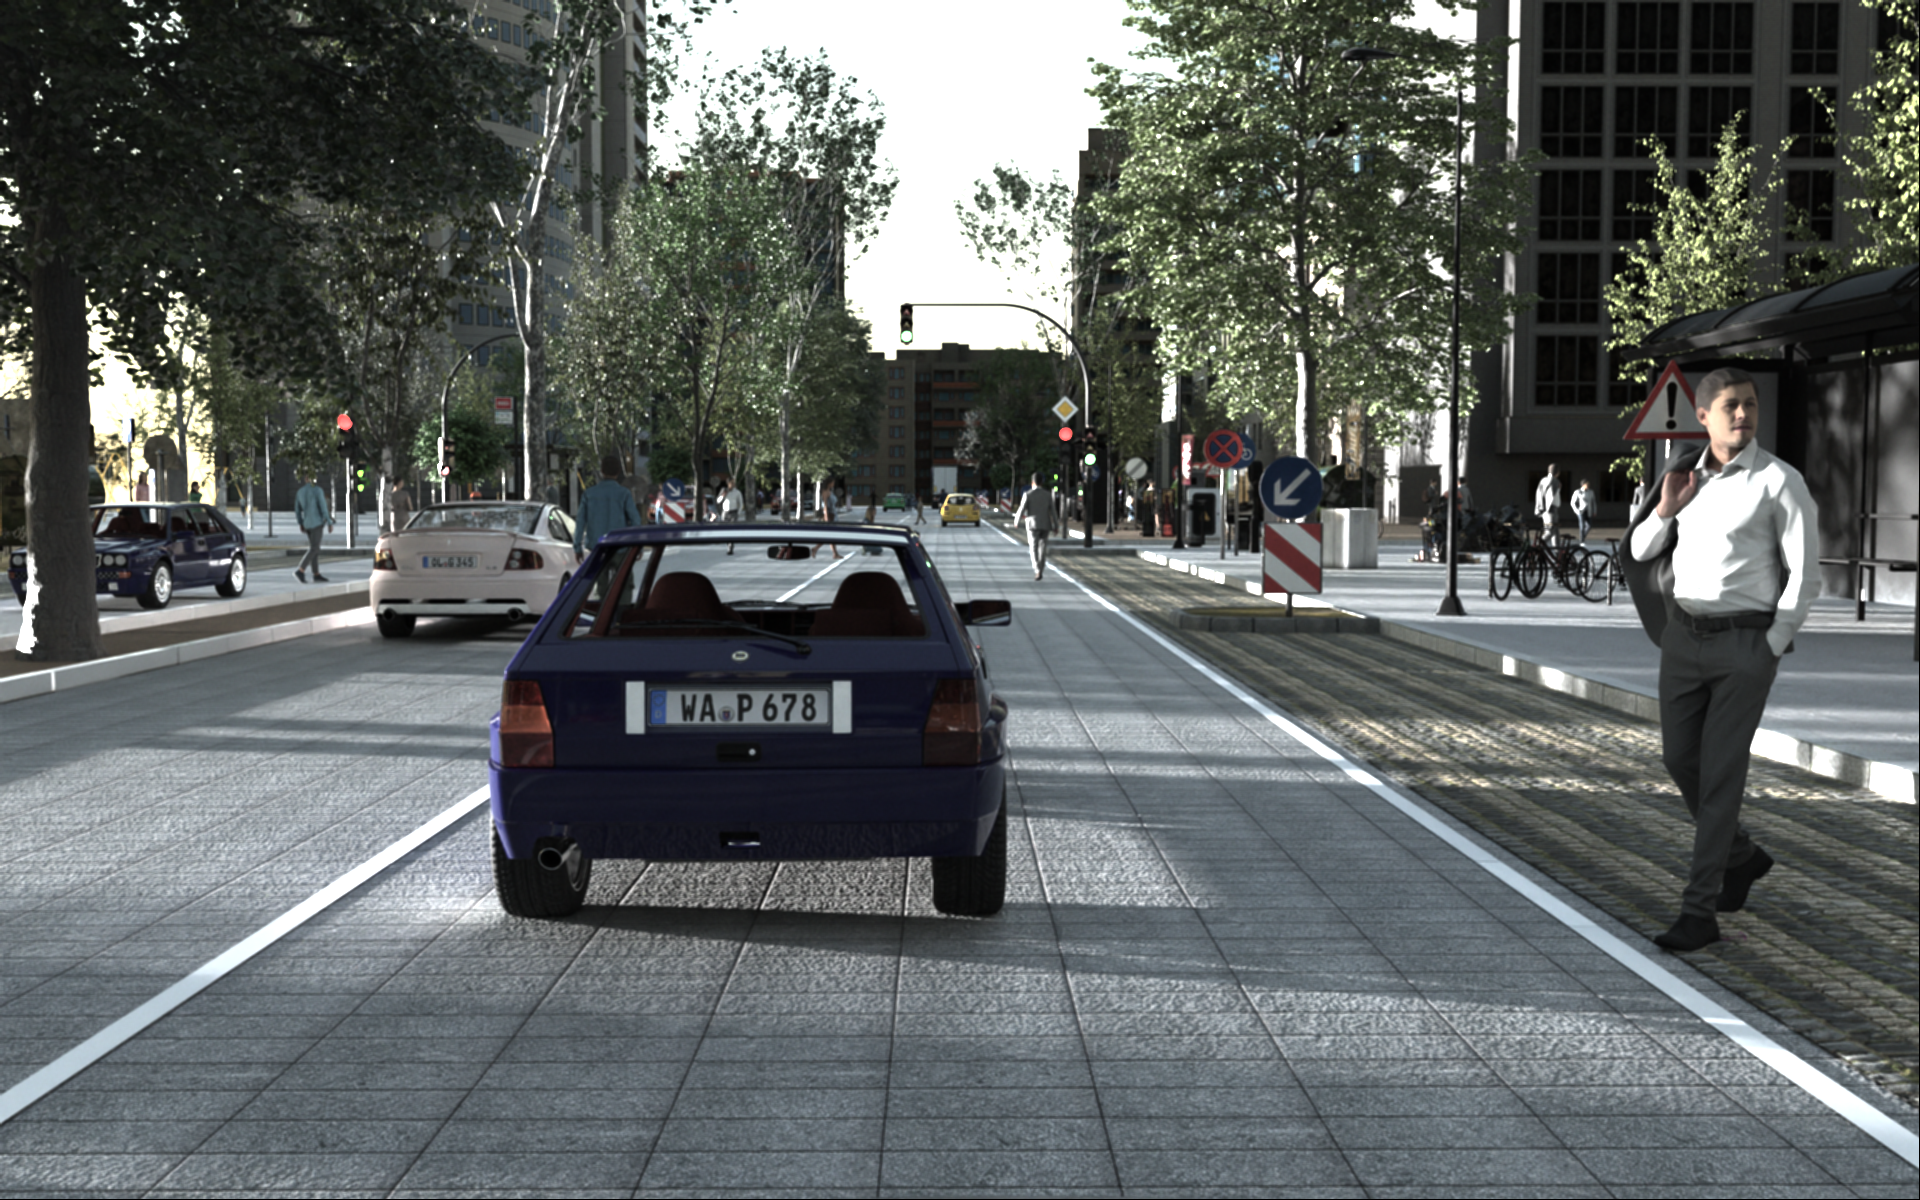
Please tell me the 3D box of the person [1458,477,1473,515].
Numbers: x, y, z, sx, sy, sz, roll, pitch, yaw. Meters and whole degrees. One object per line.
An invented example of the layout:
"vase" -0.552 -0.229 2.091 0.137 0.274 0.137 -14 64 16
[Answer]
"person" 14.885 -2.757 51.390 0.678 1.792 0.850 -2 4 -34

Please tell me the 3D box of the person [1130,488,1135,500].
"person" 12.050 -6.973 120.240 0.537 1.800 0.526 1 4 20

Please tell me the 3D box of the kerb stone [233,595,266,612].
"kerb stone" -8.796 0.059 21.239 0.120 0.150 1.000 0 4 -1

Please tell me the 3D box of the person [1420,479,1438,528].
"person" 17.166 -3.494 63.137 0.822 1.834 0.622 0 4 7

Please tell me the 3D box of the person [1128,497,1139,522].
"person" 8.205 -4.210 80.371 1.012 1.151 0.738 -3 5 -44

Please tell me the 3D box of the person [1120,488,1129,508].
"person" 15.197 -9.480 160.979 0.705 1.831 1.348 -3 5 -39

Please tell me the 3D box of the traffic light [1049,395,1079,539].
"traffic light" 2.972 -3.699 49.401 0.839 4.253 0.868 0 4 -1

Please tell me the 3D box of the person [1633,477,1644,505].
"person" 21.878 -3.020 55.380 0.622 1.834 0.822 1 4 10

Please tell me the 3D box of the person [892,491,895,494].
"person" -6.228 -9.328 161.820 0.445 1.727 0.742 0 4 3

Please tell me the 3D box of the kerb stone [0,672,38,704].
"kerb stone" -6.612 0.623 12.005 0.120 0.150 1.000 0 4 -1

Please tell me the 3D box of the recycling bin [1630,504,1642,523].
"recycling bin" 16.575 -1.782 41.691 0.722 1.027 0.722 2 4 31

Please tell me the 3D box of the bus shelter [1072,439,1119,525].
"bus shelter" 5.856 -5.149 75.475 1.731 3.624 6.357 0 4 0

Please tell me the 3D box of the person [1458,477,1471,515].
"person" 16.646 -3.156 57.422 0.659 1.850 0.755 2 4 34

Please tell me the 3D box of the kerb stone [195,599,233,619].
"kerb stone" -8.783 0.121 20.213 0.120 0.150 1.000 0 4 -1

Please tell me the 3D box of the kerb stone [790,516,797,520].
"kerb stone" -9.550 -4.737 99.657 0.120 0.150 1.000 0 4 -1

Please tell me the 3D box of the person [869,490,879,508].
"person" -8.793 -10.285 176.674 1.348 1.821 0.705 3 4 39

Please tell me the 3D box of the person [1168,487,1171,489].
"person" 14.640 -6.994 120.745 0.601 1.785 0.444 2 4 26

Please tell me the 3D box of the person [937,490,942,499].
"person" -1.434 -8.259 143.491 1.348 1.831 0.705 3 4 37

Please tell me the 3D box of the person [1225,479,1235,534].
"person" 8.627 -3.014 55.448 0.709 1.813 0.853 1 4 18

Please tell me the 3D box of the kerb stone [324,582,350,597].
"kerb stone" -8.834 -0.130 24.314 0.120 0.150 1.000 0 4 -1

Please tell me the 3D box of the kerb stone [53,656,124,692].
"kerb stone" -6.611 0.561 13.028 0.120 0.150 1.000 0 4 -1

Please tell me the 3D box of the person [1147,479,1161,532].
"person" 6.507 -3.161 58.059 0.374 1.781 0.599 -3 4 -38

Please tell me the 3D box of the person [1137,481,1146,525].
"person" 7.627 -4.058 72.483 0.391 1.810 0.635 0 4 8

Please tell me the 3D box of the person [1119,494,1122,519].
"person" 7.917 -4.977 87.602 0.526 1.800 0.537 -2 4 -26

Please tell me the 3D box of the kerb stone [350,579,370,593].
"kerb stone" -8.839 -0.193 25.346 0.120 0.150 1.000 0 4 -1

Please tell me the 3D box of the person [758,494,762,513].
"person" -15.047 -7.246 130.234 0.557 1.426 1.065 -1 4 -14

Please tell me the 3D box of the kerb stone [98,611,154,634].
"kerb stone" -8.769 0.246 18.169 0.120 0.150 1.000 0 4 -1

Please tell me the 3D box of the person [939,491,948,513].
"person" -1.267 -7.398 130.256 0.445 1.727 0.742 3 5 40

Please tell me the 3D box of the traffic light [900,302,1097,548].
"traffic light" 0.958 -4.073 41.255 4.771 5.953 1.251 0 4 -1

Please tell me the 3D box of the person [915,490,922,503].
"person" -4.188 -10.091 173.446 0.705 1.831 1.348 -2 4 -35

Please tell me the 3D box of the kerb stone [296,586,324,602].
"kerb stone" -8.820 -0.067 23.288 0.120 0.150 1.000 0 4 -1

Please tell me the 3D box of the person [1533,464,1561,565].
"person" 10.688 -1.542 31.358 0.850 1.850 0.679 0 4 8

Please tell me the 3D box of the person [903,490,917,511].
"person" -4.286 -8.356 145.206 1.350 1.814 0.705 0 4 4

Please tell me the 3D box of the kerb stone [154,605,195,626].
"kerb stone" -8.780 0.184 19.191 0.120 0.150 1.000 0 4 -1

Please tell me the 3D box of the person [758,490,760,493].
"person" -22.308 -11.357 192.404 0.621 1.740 0.551 0 4 6

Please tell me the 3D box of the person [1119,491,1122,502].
"person" 16.130 -10.163 172.081 0.709 1.838 0.599 2 4 35

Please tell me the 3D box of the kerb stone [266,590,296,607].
"kerb stone" -8.814 -0.003 22.260 0.120 0.150 1.000 0 4 -1

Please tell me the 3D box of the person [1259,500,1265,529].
"person" 8.762 -2.695 50.773 0.598 1.740 0.731 2 4 32

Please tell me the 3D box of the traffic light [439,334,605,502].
"traffic light" -12.497 -4.563 49.273 4.771 5.953 1.251 0 4 -1

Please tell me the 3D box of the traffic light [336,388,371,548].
"traffic light" -14.511 -3.200 41.233 0.839 4.253 0.868 0 4 -1

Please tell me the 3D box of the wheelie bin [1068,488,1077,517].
"wheelie bin" 6.128 -5.356 95.478 0.980 1.594 0.693 -1 4 -16

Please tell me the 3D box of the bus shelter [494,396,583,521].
"bus shelter" -18.081 -5.892 73.968 2.179 5.291 8.768 0 4 -1

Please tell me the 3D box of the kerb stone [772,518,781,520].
"kerb stone" -9.451 -4.111 89.410 0.120 0.150 1.000 0 4 -1

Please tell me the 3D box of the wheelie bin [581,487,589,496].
"wheelie bin" -16.812 -4.357 79.141 0.980 1.594 0.693 0 4 5

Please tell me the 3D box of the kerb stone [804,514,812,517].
"kerb stone" -9.650 -5.362 109.898 0.120 0.150 1.000 0 4 -1

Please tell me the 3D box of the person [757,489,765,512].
"person" -15.745 -7.901 137.542 0.709 1.838 0.599 2 4 30

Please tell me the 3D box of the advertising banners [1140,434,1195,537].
"advertising banners" 6.153 -3.376 51.390 0.090 3.025 2.074 -3 5 -42

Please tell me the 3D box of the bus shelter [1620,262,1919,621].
"bus shelter" 8.395 -1.389 16.638 2.014 3.302 5.546 0 4 0

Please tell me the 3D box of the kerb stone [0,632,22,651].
"kerb stone" -8.746 0.385 16.126 0.120 0.150 1.000 0 4 -1

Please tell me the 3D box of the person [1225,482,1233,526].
"person" 10.985 -3.915 70.035 0.580 1.828 0.573 -1 4 -12

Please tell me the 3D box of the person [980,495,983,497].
"person" 2.271 -10.411 179.662 0.756 1.711 0.436 2 4 30

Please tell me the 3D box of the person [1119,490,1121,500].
"person" 18.747 -11.976 201.939 1.350 1.814 0.705 2 4 30

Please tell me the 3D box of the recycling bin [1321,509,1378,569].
"recycling bin" 6.726 -1.063 29.937 0.722 1.027 0.722 -2 4 -33

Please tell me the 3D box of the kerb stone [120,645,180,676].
"kerb stone" -6.632 0.501 14.050 0.120 0.150 1.000 0 4 -1

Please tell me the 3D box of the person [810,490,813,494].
"person" -15.571 -10.520 180.636 1.348 1.807 0.705 -1 4 -19

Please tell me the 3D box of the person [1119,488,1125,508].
"person" 12.684 -7.901 136.042 0.721 1.723 1.217 0 4 -7

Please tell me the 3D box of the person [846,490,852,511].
"person" -9.283 -8.326 145.291 0.621 1.740 0.551 0 4 -5
